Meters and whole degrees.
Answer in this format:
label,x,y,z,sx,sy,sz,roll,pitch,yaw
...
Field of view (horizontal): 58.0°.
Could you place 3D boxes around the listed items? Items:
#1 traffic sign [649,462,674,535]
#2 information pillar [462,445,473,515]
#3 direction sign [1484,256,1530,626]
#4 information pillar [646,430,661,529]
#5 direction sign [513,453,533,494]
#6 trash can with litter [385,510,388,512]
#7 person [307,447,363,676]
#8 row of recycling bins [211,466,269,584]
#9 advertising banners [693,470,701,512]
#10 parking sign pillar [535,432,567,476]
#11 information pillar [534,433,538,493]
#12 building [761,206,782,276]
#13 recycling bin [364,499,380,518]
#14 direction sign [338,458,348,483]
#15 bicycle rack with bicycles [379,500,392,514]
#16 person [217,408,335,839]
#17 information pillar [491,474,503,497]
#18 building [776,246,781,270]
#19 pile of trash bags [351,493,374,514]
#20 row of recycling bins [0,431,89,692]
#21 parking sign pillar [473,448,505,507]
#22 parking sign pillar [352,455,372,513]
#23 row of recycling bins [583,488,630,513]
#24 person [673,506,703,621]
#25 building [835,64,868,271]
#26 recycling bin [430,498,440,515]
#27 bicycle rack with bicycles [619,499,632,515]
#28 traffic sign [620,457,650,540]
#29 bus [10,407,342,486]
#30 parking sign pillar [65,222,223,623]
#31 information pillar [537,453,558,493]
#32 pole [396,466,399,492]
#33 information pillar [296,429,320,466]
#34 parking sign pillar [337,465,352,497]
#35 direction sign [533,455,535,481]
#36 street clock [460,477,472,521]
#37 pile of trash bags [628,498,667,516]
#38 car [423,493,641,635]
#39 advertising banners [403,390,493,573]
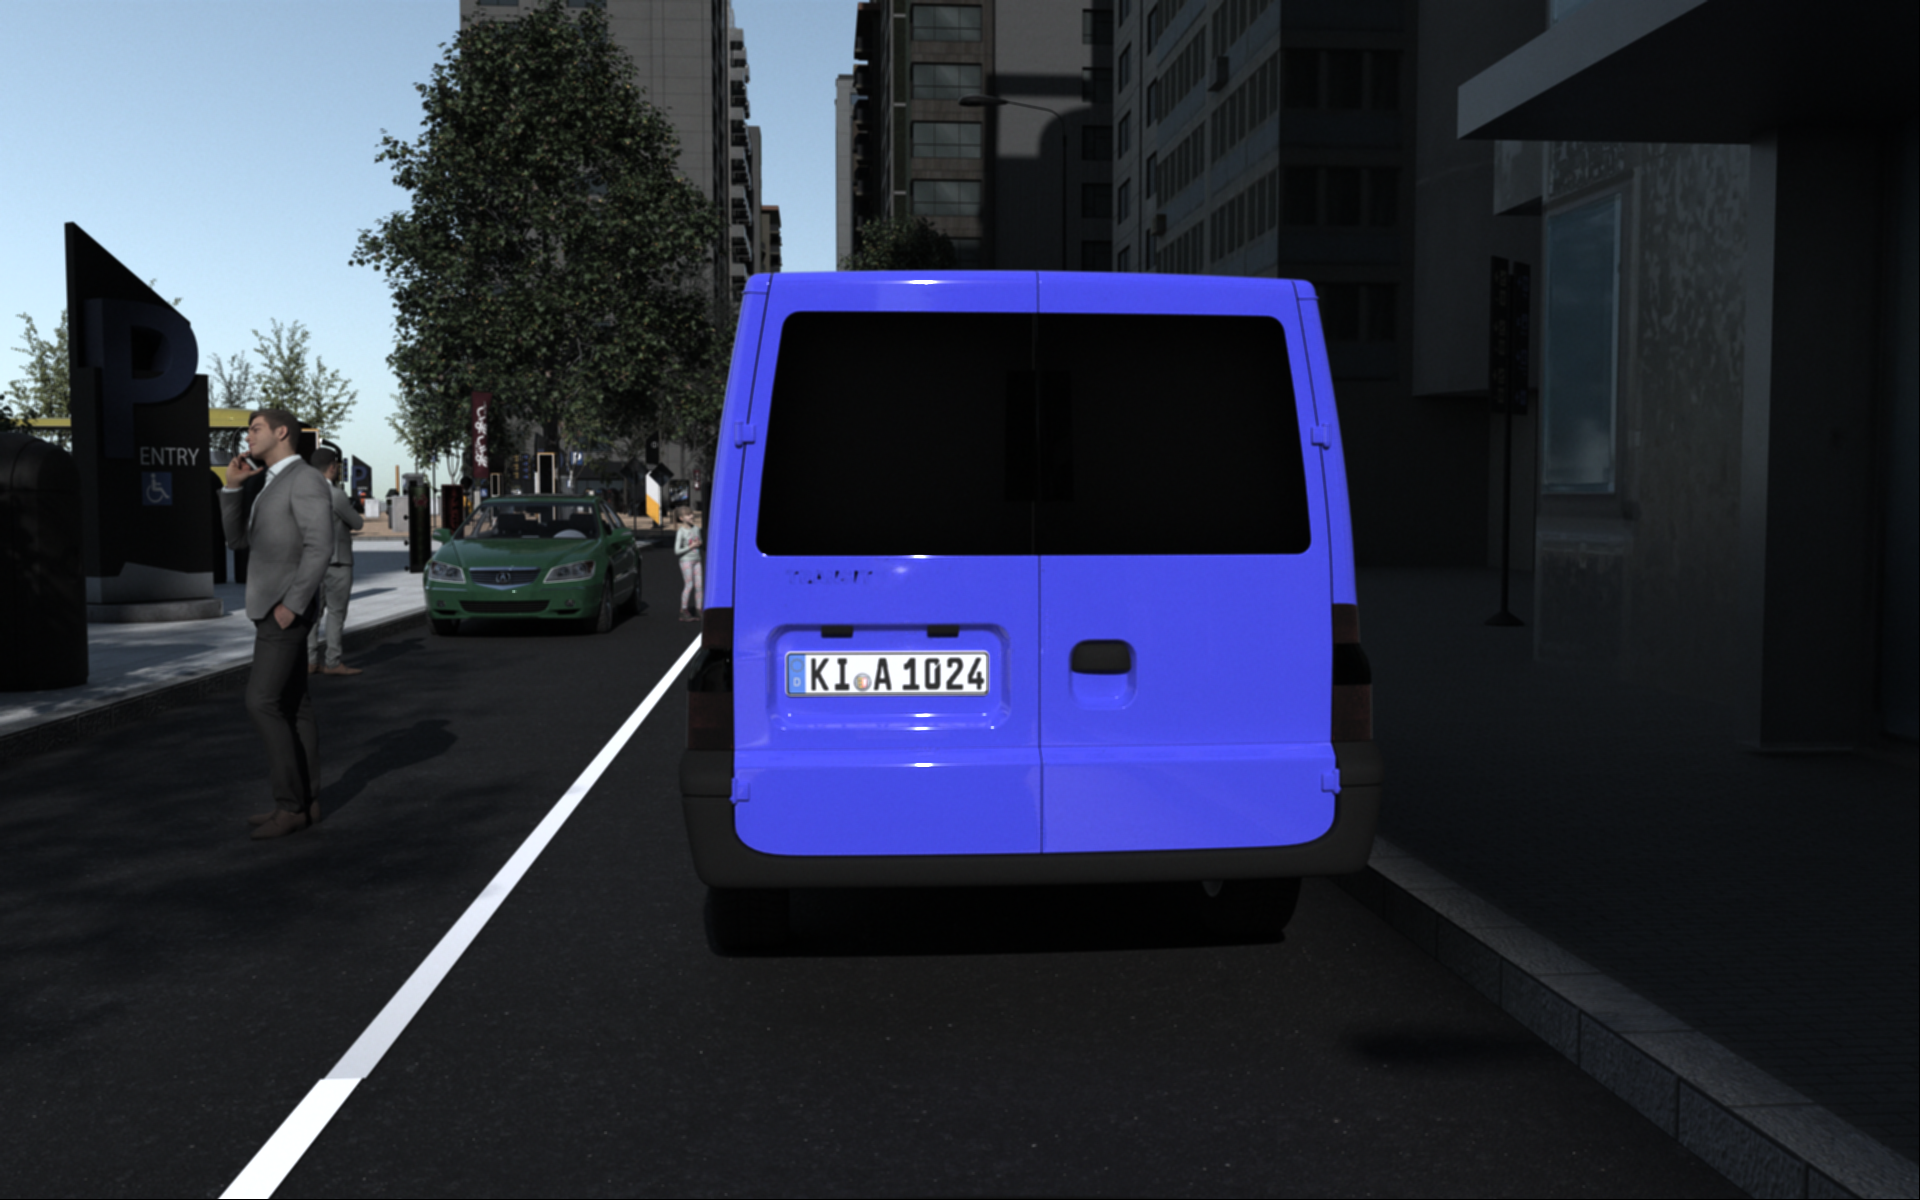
label,x,y,z,sx,sy,sz,roll,pitch,yaw
traffic sign,-9.377,-3.107,54.445,0.795,2.450,0.064,0,4,-5
information pillar,-23.304,-5.543,81.980,0.504,3.616,0.183,1,4,17
direction sign,5.335,-1.522,16.875,0.379,3.537,0.876,3,5,40
information pillar,-11.147,-4.375,62.882,0.504,3.616,0.183,0,4,2
direction sign,-24.358,-6.366,96.086,0.876,3.537,0.379,0,4,-1
trash can with litter,-38.897,-6.570,118.804,0.624,1.170,1.055,3,4,38
person,-4.979,-0.313,13.796,0.511,1.800,0.466,1,4,19
row of recycling bins,-11.419,-1.076,24.705,3.534,1.692,1.069,-1,4,-21
advertising banners,-18.286,-7.902,125.381,2.074,3.025,0.090,0,4,1
parking sign pillar,-17.648,-5.284,74.859,1.447,3.967,1.447,-1,4,-16
information pillar,-16.107,-4.561,65.923,0.183,3.616,0.504,0,4,-7
building,-37.329,-36.700,254.662,22.147,44.769,28.867,0,4,-5
recycling bin,-31.144,-4.842,91.717,0.722,1.027,0.722,-1,4,-22
direction sign,-39.097,-7.199,109.705,0.876,3.537,0.379,2,4,26
bicycle rack with bicycles,-33.422,-5.398,101.633,2.852,0.926,2.925,-1,4,-22
person,-2.921,0.077,7.415,0.473,1.802,0.592,-1,4,-19
information pillar,-16.602,-3.524,62.115,0.304,2.012,0.304,1,4,9
building,-35.720,-36.258,276.408,14.154,41.232,14.086,0,4,-5
pile of trash bags,-39.168,-6.356,113.669,1.912,1.369,3.447,-1,4,-20
row of recycling bins,-7.005,-0.199,10.366,1.069,1.692,3.534,2,4,33
parking sign pillar,-21.224,-5.512,78.599,1.447,3.967,1.447,1,4,21
parking sign pillar,-41.045,-7.969,118.764,1.447,3.967,1.447,0,4,4
row of recycling bins,-24.265,-6.841,118.958,3.534,1.692,1.069,1,4,17
person,-3.023,-0.416,19.588,0.394,1.301,0.425,1,4,20
building,-6.962,-43.018,245.338,21.231,58.520,28.212,0,4,-5
recycling bin,-31.896,-5.666,105.188,0.722,1.027,0.722,0,4,6
bicycle rack with bicycles,-24.036,-6.793,124.448,2.925,0.926,2.852,-1,4,-12
traffic sign,-8.726,-2.620,46.486,0.795,2.450,0.064,0,4,-5
bus,-24.310,-3.544,49.498,12.252,3.916,2.896,0,4,-4
parking sign pillar,-8.394,-1.792,17.774,1.447,3.967,1.447,2,4,30
information pillar,-7.358,-1.619,30.969,0.304,2.012,0.304,0,4,0
pole,-40.130,-7.937,123.607,0.158,3.312,0.155,0,3,0
information pillar,-7.394,-0.925,19.612,0.304,2.012,0.304,-1,4,-20
parking sign pillar,-38.611,-7.231,106.692,1.447,3.967,1.447,0,4,-6
direction sign,-25.071,-6.692,101.412,0.876,3.537,0.379,2,4,25
street clock,-20.386,-4.097,71.549,0.471,2.002,0.358,-2,4,-27
pile of trash bags,-17.471,-5.545,100.412,3.447,1.369,1.912,-1,4,-19
car,-4.629,-0.455,19.229,2.131,1.459,4.920,0,4,-4
advertising banners,-8.463,-1.994,28.794,0.090,3.025,2.074,2,4,27
